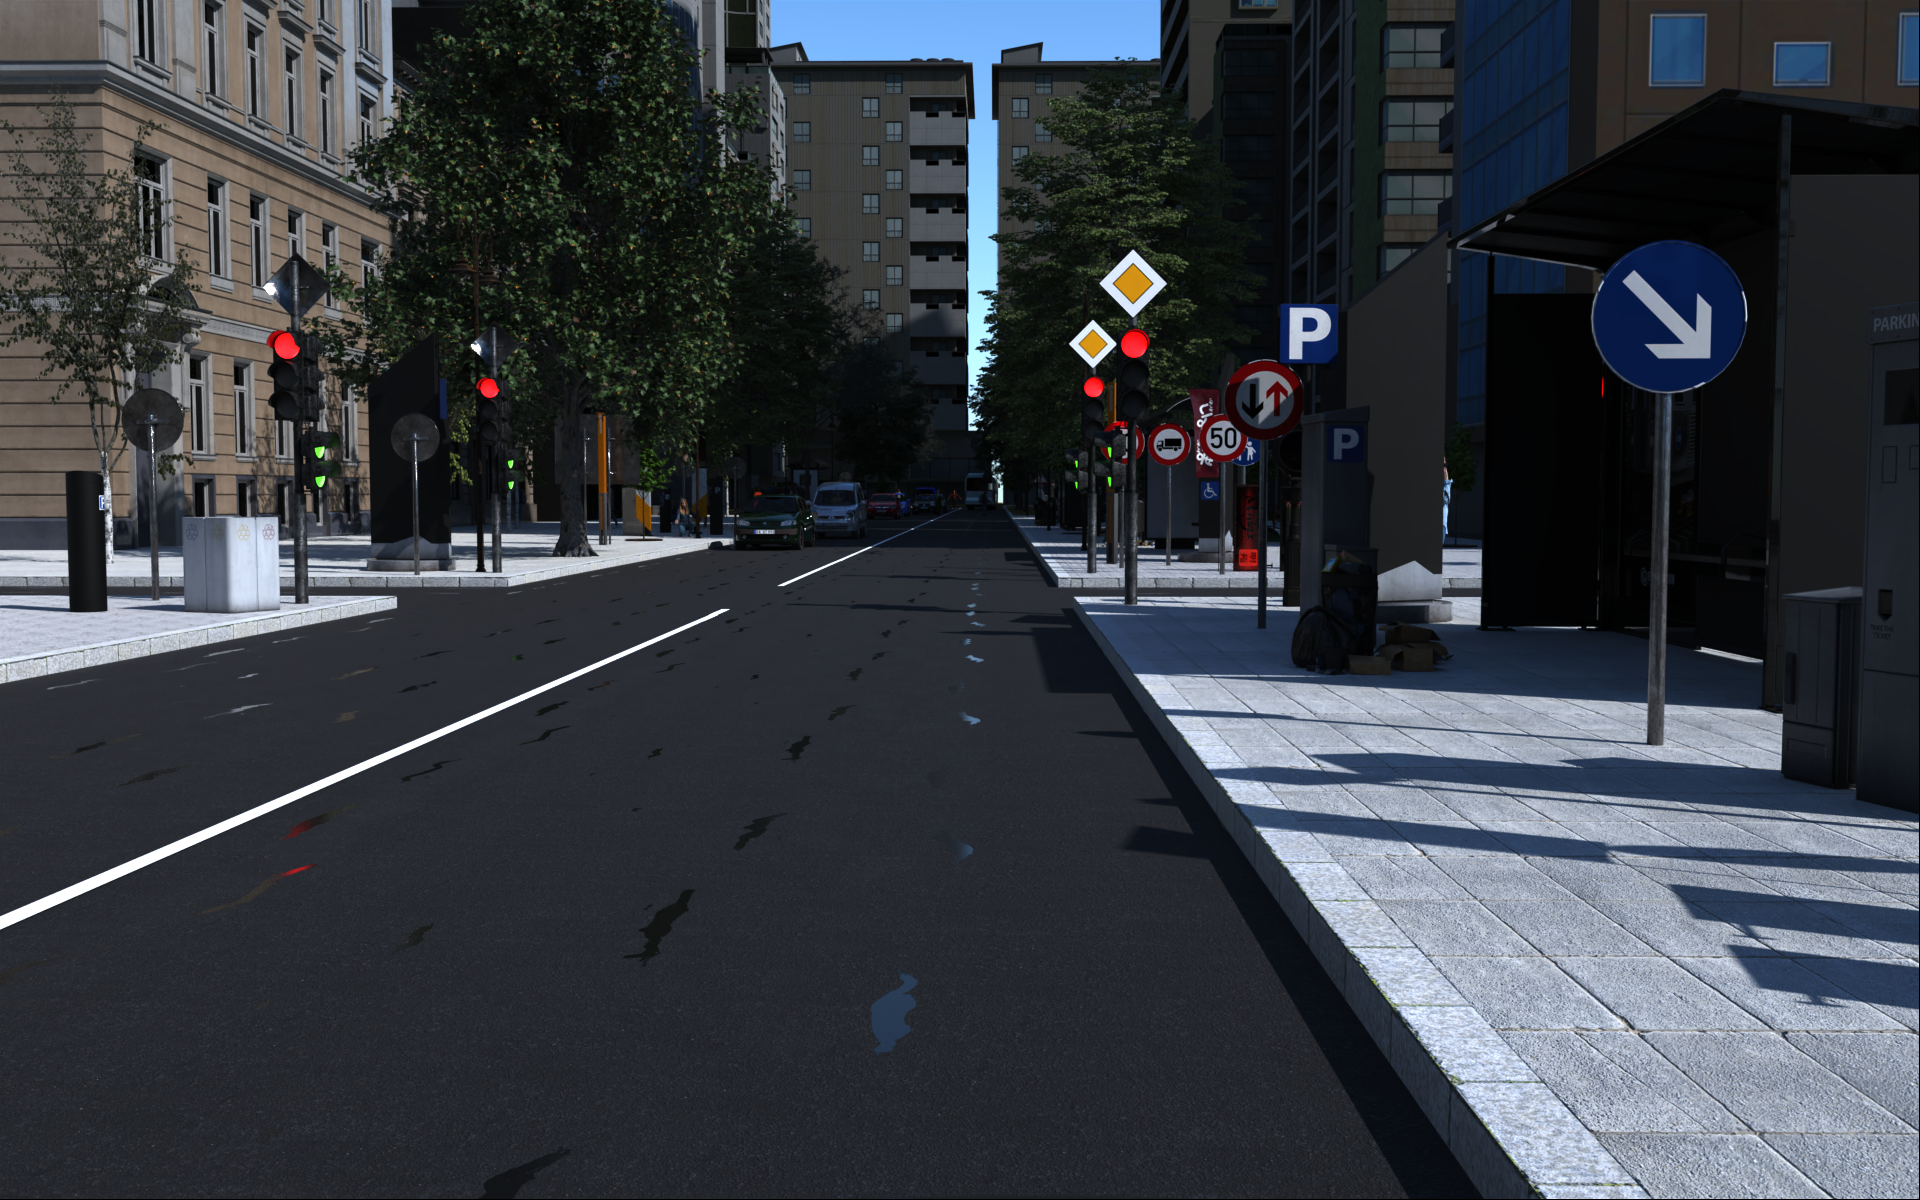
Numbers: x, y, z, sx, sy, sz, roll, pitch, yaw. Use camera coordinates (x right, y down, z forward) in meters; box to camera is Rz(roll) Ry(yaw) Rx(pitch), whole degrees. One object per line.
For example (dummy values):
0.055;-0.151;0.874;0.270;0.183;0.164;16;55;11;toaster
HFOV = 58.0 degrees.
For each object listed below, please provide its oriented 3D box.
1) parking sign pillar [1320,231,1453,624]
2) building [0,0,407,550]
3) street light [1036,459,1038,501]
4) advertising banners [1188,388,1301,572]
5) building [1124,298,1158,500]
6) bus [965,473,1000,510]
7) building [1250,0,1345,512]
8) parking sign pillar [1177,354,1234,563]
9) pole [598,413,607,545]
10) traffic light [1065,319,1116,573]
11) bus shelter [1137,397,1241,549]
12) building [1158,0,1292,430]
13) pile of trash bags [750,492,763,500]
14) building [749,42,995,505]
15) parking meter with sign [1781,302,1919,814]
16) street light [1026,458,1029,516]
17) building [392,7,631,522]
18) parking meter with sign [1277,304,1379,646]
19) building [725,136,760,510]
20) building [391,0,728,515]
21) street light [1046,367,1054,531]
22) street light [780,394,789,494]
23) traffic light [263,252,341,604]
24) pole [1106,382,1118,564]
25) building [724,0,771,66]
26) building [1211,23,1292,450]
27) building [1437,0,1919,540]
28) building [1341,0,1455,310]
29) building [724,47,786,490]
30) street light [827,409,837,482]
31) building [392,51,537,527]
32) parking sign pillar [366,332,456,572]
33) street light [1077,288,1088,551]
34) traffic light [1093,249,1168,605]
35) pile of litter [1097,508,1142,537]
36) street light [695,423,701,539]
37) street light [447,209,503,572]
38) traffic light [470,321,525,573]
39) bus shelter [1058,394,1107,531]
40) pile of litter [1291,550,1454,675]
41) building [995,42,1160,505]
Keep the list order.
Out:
4.324;-1.789;17.719;1.447;3.967;1.447;-2;4;-27;parking sign pillar
-25.272;-16.059;48.472;13.634;28.700;20.117;0;4;1;building
3.651;-6.669;81.823;0.468;5.910;1.993;0;4;1;street light
4.798;-1.982;28.598;2.074;3.025;0.090;0;4;1;advertising banners
29.085;-18.870;153.561;27.650;21.520;28.899;0;4;1;building
2.056;-10.094;159.889;2.948;3.499;13.247;0;4;3;bus
27.328;-39.925;91.026;20.563;71.187;20.611;0;4;1;building
4.854;-2.709;32.762;1.447;3.967;1.447;1;4;19;parking sign pillar
-8.993;-3.041;43.559;0.158;3.312;0.155;0;3;0;pole
2.121;-2.389;27.987;0.839;4.253;0.868;0;4;1;traffic light
5.037;-2.683;37.797;2.014;3.302;5.546;0;4;1;bus shelter
26.347;-30.818;127.582;21.300;48.544;21.600;0;4;1;building
-8.740;-4.105;76.863;1.912;1.369;3.447;0;4;1;pile of trash bags
-9.878;-38.041;211.207;27.495;52.752;28.713;0;4;1;building
4.051;-0.653;6.944;0.543;3.016;1.738;-1;4;-14;parking meter with sign
4.003;-7.949;102.760;0.468;5.910;1.993;0;4;1;street light
-24.040;-15.755;87.271;12.332;23.373;15.834;0;4;1;building
3.252;-1.155;15.152;0.543;3.016;1.738;0;4;-4;parking meter with sign
-24.242;-22.525;139.978;14.160;30.474;14.107;0;4;1;building
-28.482;-35.163;116.906;21.231;58.520;28.212;0;4;1;building
3.114;-5.365;60.511;0.468;5.910;1.993;0;4;1;street light
-7.150;-6.015;71.140;0.468;5.910;1.993;0;4;1;street light
-7.693;-1.911;20.173;0.839;4.253;0.868;0;4;1;traffic light
2.798;-2.319;31.766;0.158;3.312;0.155;0;3;0;pole
-34.003;-47.026;207.129;20.611;71.187;20.563;0;4;1;building
22.816;-20.714;110.378;14.160;30.474;14.107;0;4;1;building
21.175;-24.084;43.880;14.200;45.320;14.600;0;4;1;building
21.926;-23.418;66.485;14.154;41.232;14.086;0;4;1;building
-23.605;-29.243;161.715;14.086;41.232;14.154;0;4;1;building
-6.787;-7.296;92.077;0.468;5.910;1.993;0;4;1;street light
-24.233;-12.542;69.694;10.561;19.102;19.286;0;4;1;building
-9.273;-2.489;29.171;1.447;3.967;1.447;1;4;16;parking sign pillar
2.818;-4.054;39.070;0.468;5.910;1.993;0;4;1;street light
1.967;-1.901;20.003;0.839;4.253;0.868;0;4;1;traffic light
4.999;-2.344;52.291;1.719;0.858;1.176;1;4;16;pile of litter
-7.565;-4.713;49.842;0.468;5.910;1.993;0;4;1;street light
-7.908;-3.402;28.407;0.468;5.910;1.993;0;4;1;street light
-7.539;-2.400;28.156;0.839;4.253;0.868;0;4;1;traffic light
4.573;-5.302;64.314;2.179;5.291;8.768;0;4;1;bus shelter
3.153;0.062;12.952;1.719;0.858;1.176;-3;4;-37;pile of litter
17.622;-38.042;211.225;27.495;52.752;28.713;0;4;1;building
